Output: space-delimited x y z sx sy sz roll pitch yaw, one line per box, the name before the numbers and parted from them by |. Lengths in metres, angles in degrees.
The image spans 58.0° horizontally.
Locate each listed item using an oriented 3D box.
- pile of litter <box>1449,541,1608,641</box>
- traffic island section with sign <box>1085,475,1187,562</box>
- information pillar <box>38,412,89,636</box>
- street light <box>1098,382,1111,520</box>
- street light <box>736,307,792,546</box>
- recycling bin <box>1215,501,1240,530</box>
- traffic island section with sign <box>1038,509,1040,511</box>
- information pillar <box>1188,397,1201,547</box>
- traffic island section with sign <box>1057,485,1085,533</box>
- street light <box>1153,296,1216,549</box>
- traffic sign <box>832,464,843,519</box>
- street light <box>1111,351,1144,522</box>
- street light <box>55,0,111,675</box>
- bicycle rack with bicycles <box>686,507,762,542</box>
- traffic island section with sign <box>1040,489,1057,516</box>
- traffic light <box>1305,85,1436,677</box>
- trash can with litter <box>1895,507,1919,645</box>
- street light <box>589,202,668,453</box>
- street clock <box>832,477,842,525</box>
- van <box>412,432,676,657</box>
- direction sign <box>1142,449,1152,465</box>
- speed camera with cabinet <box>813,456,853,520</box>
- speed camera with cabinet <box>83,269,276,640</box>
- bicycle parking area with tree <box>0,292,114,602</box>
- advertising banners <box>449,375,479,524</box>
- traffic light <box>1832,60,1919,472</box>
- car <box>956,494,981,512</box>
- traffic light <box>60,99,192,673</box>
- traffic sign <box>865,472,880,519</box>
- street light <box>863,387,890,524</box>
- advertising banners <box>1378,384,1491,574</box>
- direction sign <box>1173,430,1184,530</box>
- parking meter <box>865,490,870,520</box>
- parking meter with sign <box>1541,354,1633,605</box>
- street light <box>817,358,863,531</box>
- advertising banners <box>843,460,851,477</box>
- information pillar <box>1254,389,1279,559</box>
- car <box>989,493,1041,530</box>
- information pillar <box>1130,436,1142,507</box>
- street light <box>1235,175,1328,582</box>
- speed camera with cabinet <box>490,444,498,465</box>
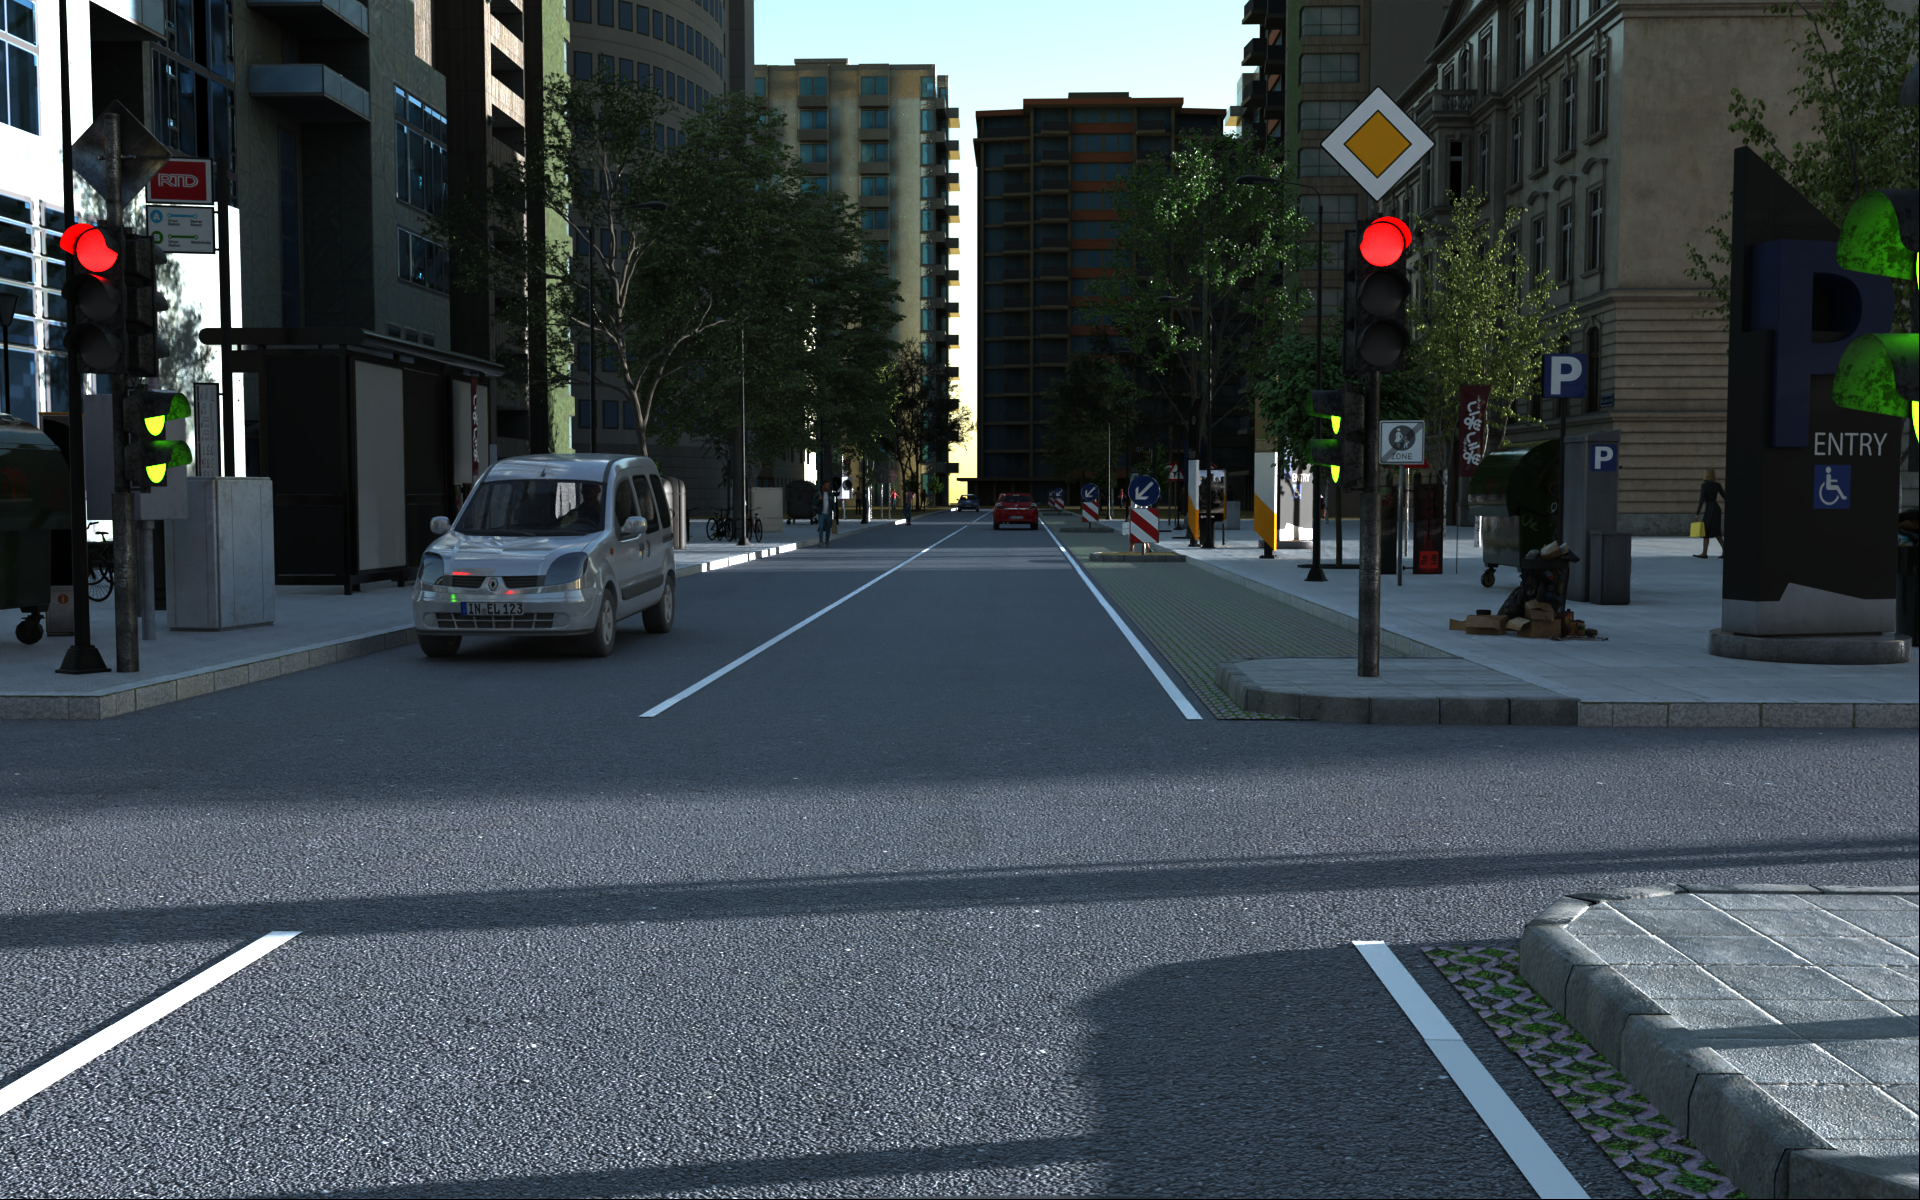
pile of litter | 5.187 -0.116 15.866 1.176 0.858 1.719 0 4 -5
traffic island section with sign | 3.781 -1.742 37.109 1.989 1.847 2.006 0 4 2
information pillar | -8.119 -0.686 15.708 0.304 2.012 0.304 -1 4 -14
street light | 6.391 -6.066 71.716 1.470 5.913 1.316 0 4 2
street light | -4.870 -4.317 43.126 1.470 5.913 1.316 0 4 2
recycling bin | 9.591 -3.042 62.296 0.722 1.027 0.722 -2 4 -33
traffic island section with sign | 7.419 -8.180 142.364 1.989 1.847 2.006 0 4 2
information pillar | 5.693 -3.107 42.154 0.183 3.616 0.504 -1 4 -15
traffic island section with sign | 4.735 -3.437 64.824 1.989 1.847 2.006 0 4 2
street light | 5.331 -4.176 40.813 1.470 5.913 1.316 0 4 2
traffic sign | -5.421 -4.549 74.490 0.768 2.556 0.104 1 4 9
street light | 5.787 -5.123 56.295 1.470 5.913 1.316 0 4 2
street light | -5.777 -2.430 12.276 1.470 5.913 1.316 0 4 2
bicycle rack with bicycles | -6.682 -2.042 46.767 2.852 0.926 2.925 -1 4 -16
traffic island section with sign | 6.474 -6.515 115.153 1.989 1.847 2.006 0 4 2
traffic light | 2.862 -1.418 12.102 0.839 4.253 0.868 0 4 2
trash can with litter | 8.290 -0.212 14.847 0.624 1.170 1.055 3 5 40
street light | -5.339 -3.374 27.702 1.470 5.913 1.316 0 4 2
street clock | -5.164 -4.142 72.288 0.471 2.002 0.358 0 4 2
van | -3.863 -0.584 16.557 2.013 2.044 4.112 0 4 2
direction sign | 9.497 -5.759 86.161 0.876 3.537 0.379 1 4 20
speed camera with cabinet | -6.292 -5.597 85.853 2.038 3.252 0.660 -3 5 -40
speed camera with cabinet | -7.178 -1.326 16.011 0.660 3.252 2.038 1 4 10
bicycle parking area with tree | -13.868 -2.153 22.202 9.016 4.147 8.231 1 4 16
advertising banners | -7.145 -1.767 25.074 0.090 3.025 2.074 0 4 -5
traffic light | 2.585 -0.930 4.122 0.839 4.253 0.868 0 4 2
car | 0.712 -8.009 142.944 2.014 1.417 4.499 0 4 2
traffic light | -5.994 -1.436 12.392 0.839 4.253 0.868 0 4 2
traffic sign | -4.494 -5.350 87.482 0.884 2.594 0.081 0 4 5
street light | -3.609 -6.251 74.742 1.470 5.913 1.316 0 4 2
advertising banners | 7.461 -1.924 27.648 2.074 3.025 0.090 0 4 -7
direction sign | 7.796 -4.268 61.777 0.379 3.537 0.876 1 4 11
parking meter | -4.687 -4.786 86.654 0.372 1.533 0.369 0 3 0
parking meter with sign | 7.546 -1.498 20.757 0.543 3.016 1.738 0 4 -3
street light | -4.208 -5.308 59.321 1.470 5.913 1.316 0 4 2
advertising banners | -6.564 -5.629 88.214 2.074 3.025 0.090 0 4 5
information pillar | 6.094 -2.635 34.443 0.504 3.616 0.183 3 5 40
car | 2.250 -3.766 70.613 2.155 1.783 4.494 0 4 0
information pillar | 7.073 -4.776 69.439 0.504 3.616 0.183 0 4 3
street light | 4.714 -3.233 25.393 1.470 5.913 1.316 0 4 2
speed camera with cabinet | -8.164 -2.169 29.806 0.660 3.252 2.038 -2 4 -24
